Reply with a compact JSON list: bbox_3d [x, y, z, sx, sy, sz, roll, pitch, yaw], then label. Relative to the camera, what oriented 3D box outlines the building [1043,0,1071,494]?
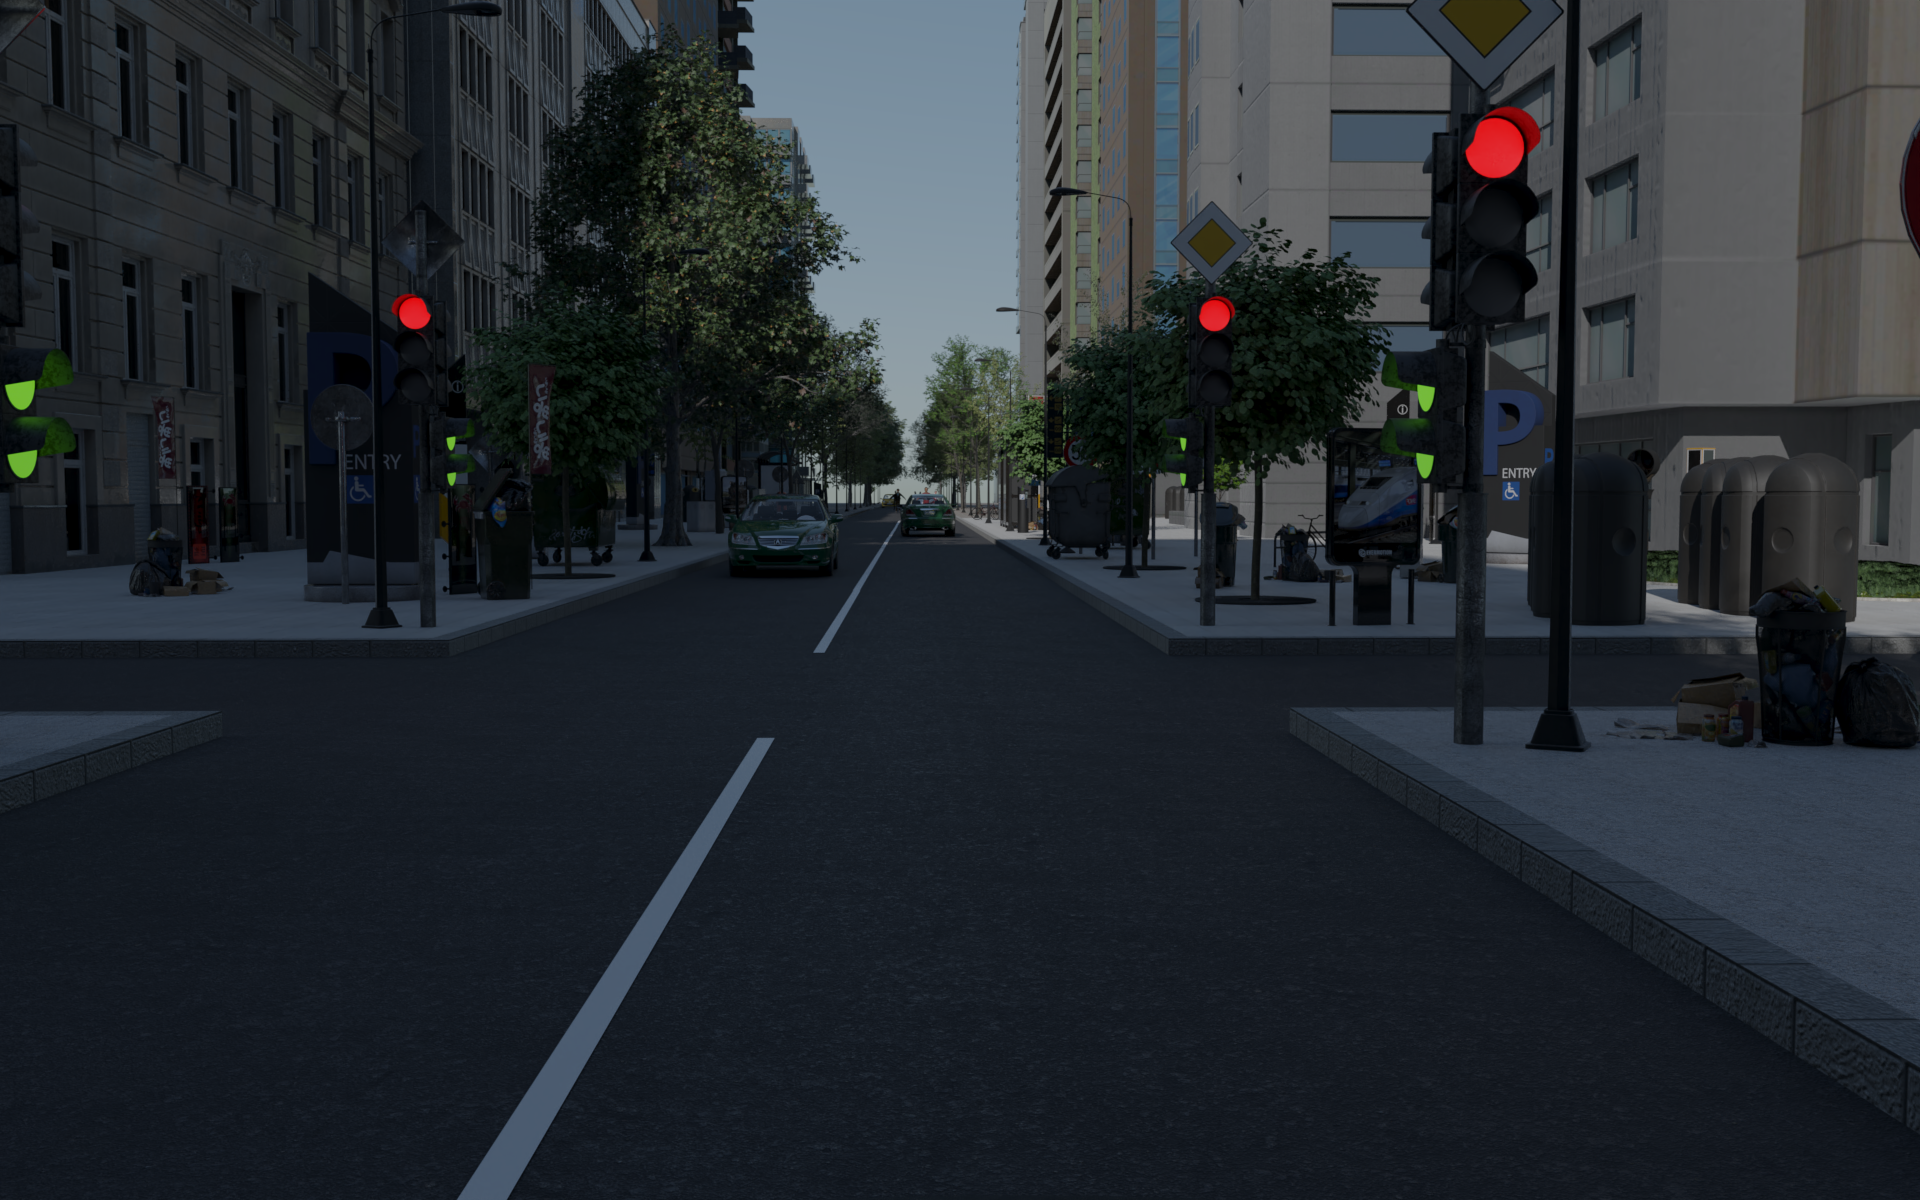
[{"bbox_3d":[18.589,-32.136,149.125,21.300,48.544,21.600,0,4,-1],"label":"building"}]

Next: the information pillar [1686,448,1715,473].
[{"bbox_3d":[11.814,-1.418,27.672,0.304,2.012,0.304,-2,4,-28],"label":"information pillar"}]

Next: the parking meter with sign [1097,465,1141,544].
[{"bbox_3d":[4.111,-2.994,45.214,0.543,3.016,1.738,-2,4,-32],"label":"parking meter with sign"}]

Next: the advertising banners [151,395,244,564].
[{"bbox_3d":[-13.972,-2.176,31.763,0.090,3.025,2.074,1,4,21],"label":"advertising banners"}]

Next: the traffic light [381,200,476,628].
[{"bbox_3d":[-5.111,-1.692,16.586,0.839,4.253,0.868,0,4,-1],"label":"traffic light"}]

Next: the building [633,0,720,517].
[{"bbox_3d":[-23.372,-28.268,112.292,14.600,45.320,14.200,0,4,-1],"label":"building"}]

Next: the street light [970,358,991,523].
[{"bbox_3d":[1.186,-5.312,59.395,1.470,5.913,1.316,0,4,-1],"label":"street light"}]

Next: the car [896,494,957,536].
[{"bbox_3d":[-1.131,-2.946,59.969,2.131,1.459,4.920,0,4,-3],"label":"car"}]

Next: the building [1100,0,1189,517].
[{"bbox_3d":[16.015,-27.695,102.924,14.600,45.320,14.200,0,4,-1],"label":"building"}]

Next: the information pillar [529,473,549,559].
[{"bbox_3d":[-8.305,-1.813,34.134,0.304,2.012,0.304,0,4,0],"label":"information pillar"}]

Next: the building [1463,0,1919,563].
[{"bbox_3d":[19.132,-21.425,33.889,14.086,41.232,14.154,0,4,-1],"label":"building"}]

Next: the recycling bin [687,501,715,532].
[{"bbox_3d":[-8.805,-2.833,58.871,0.722,1.027,0.722,-3,5,-43],"label":"recycling bin"}]

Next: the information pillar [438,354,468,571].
[{"bbox_3d":[-8.448,-2.296,28.901,0.504,3.616,0.183,-3,5,-39],"label":"information pillar"}]

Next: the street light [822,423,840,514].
[{"bbox_3d":[-6.687,-6.826,84.144,1.470,5.913,1.316,0,4,-1],"label":"street light"}]

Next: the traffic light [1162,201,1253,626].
[{"bbox_3d":[2.398,-1.705,16.792,0.839,4.253,0.868,0,4,-1],"label":"traffic light"}]

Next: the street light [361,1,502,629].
[{"bbox_3d":[-5.017,-2.687,16.480,1.470,5.913,1.316,0,4,-1],"label":"street light"}]

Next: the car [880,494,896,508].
[{"bbox_3d":[-7.161,-10.260,177.974,2.015,1.641,3.980,0,4,-1],"label":"car"}]

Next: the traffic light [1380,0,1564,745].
[{"bbox_3d":[2.600,-1.216,8.809,0.839,4.253,0.868,0,4,-1],"label":"traffic light"}]

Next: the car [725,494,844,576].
[{"bbox_3d":[-3.182,-1.219,31.731,2.131,1.459,4.920,0,4,-2],"label":"car"}]

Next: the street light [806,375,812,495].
[{"bbox_3d":[-6.305,-5.749,66.537,1.470,5.913,1.316,0,4,-1],"label":"street light"}]

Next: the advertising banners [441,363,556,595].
[{"bbox_3d":[-6.010,-1.625,22.751,0.090,3.025,2.074,2,4,30],"label":"advertising banners"}]

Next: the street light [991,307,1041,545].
[{"bbox_3d":[1.590,-4.319,43.156,1.470,5.913,1.316,0,4,-1],"label":"street light"}]

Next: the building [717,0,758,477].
[{"bbox_3d":[-27.591,-29.337,134.290,22.147,44.769,28.867,0,4,-1],"label":"building"}]

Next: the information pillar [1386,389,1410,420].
[{"bbox_3d":[9.282,-2.774,36.708,0.504,3.616,0.183,1,4,10],"label":"information pillar"}]

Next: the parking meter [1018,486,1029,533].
[{"bbox_3d":[2.083,-2.980,57.126,0.372,1.533,0.369,0,3,0],"label":"parking meter"}]

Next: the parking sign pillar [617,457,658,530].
[{"bbox_3d":[-11.647,-4.526,62.471,1.447,3.967,1.447,1,4,9],"label":"parking sign pillar"}]

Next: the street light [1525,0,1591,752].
[{"bbox_3d":[2.491,-2.205,8.593,1.470,5.913,1.316,0,4,-1],"label":"street light"}]

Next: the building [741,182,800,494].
[{"bbox_3d":[-34.406,-30.721,194.166,32.217,40.220,23.993,0,4,-1],"label":"building"}]

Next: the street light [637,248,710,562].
[{"bbox_3d":[-5.423,-3.689,32.850,1.470,5.913,1.316,0,4,-1],"label":"street light"}]

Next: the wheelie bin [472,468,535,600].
[{"bbox_3d":[-5.583,-0.816,21.252,0.693,1.594,0.980,-2,4,-26],"label":"wheelie bin"}]

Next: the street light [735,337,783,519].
[{"bbox_3d":[-5.945,-4.756,50.297,1.470,5.913,1.316,0,4,-1],"label":"street light"}]

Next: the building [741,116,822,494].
[{"bbox_3d":[-30.088,-36.844,222.009,23.786,49.044,30.456,0,4,-1],"label":"building"}]

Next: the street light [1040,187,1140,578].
[{"bbox_3d":[2.051,-3.295,26.407,1.470,5.913,1.316,0,4,-1],"label":"street light"}]

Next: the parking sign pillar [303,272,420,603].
[{"bbox_3d":[-7.246,-1.992,21.038,1.447,3.967,1.447,0,4,-1],"label":"parking sign pillar"}]

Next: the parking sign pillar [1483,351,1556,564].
[{"bbox_3d":[10.357,-2.675,32.207,1.447,3.967,1.447,-3,5,-42],"label":"parking sign pillar"}]

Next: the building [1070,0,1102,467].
[{"bbox_3d":[15.240,-27.392,131.449,14.154,41.232,14.086,0,4,-1],"label":"building"}]

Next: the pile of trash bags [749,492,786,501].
[{"bbox_3d":[-7.497,-3.652,69.456,1.912,1.369,3.447,-1,4,-21],"label":"pile of trash bags"}]

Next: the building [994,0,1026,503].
[{"bbox_3d":[16.453,-56.361,234.170,22.319,86.520,31.000,0,4,-1],"label":"building"}]

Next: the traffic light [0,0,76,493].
[{"bbox_3d":[-4.908,-1.204,8.604,0.839,4.253,0.868,0,4,-1],"label":"traffic light"}]

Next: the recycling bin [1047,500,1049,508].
[{"bbox_3d":[3.938,-4.400,84.492,0.722,1.027,0.722,0,4,-8],"label":"recycling bin"}]

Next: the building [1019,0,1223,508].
[{"bbox_3d":[17.581,-40.565,205.241,21.231,58.520,28.212,0,4,-1],"label":"building"}]

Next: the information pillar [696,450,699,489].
[{"bbox_3d":[-13.845,-6.122,91.444,0.183,3.616,0.504,-1,4,-17],"label":"information pillar"}]

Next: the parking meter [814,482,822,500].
[{"bbox_3d":[-6.753,-4.687,82.344,0.399,1.863,0.255,0,4,1],"label":"parking meter"}]
